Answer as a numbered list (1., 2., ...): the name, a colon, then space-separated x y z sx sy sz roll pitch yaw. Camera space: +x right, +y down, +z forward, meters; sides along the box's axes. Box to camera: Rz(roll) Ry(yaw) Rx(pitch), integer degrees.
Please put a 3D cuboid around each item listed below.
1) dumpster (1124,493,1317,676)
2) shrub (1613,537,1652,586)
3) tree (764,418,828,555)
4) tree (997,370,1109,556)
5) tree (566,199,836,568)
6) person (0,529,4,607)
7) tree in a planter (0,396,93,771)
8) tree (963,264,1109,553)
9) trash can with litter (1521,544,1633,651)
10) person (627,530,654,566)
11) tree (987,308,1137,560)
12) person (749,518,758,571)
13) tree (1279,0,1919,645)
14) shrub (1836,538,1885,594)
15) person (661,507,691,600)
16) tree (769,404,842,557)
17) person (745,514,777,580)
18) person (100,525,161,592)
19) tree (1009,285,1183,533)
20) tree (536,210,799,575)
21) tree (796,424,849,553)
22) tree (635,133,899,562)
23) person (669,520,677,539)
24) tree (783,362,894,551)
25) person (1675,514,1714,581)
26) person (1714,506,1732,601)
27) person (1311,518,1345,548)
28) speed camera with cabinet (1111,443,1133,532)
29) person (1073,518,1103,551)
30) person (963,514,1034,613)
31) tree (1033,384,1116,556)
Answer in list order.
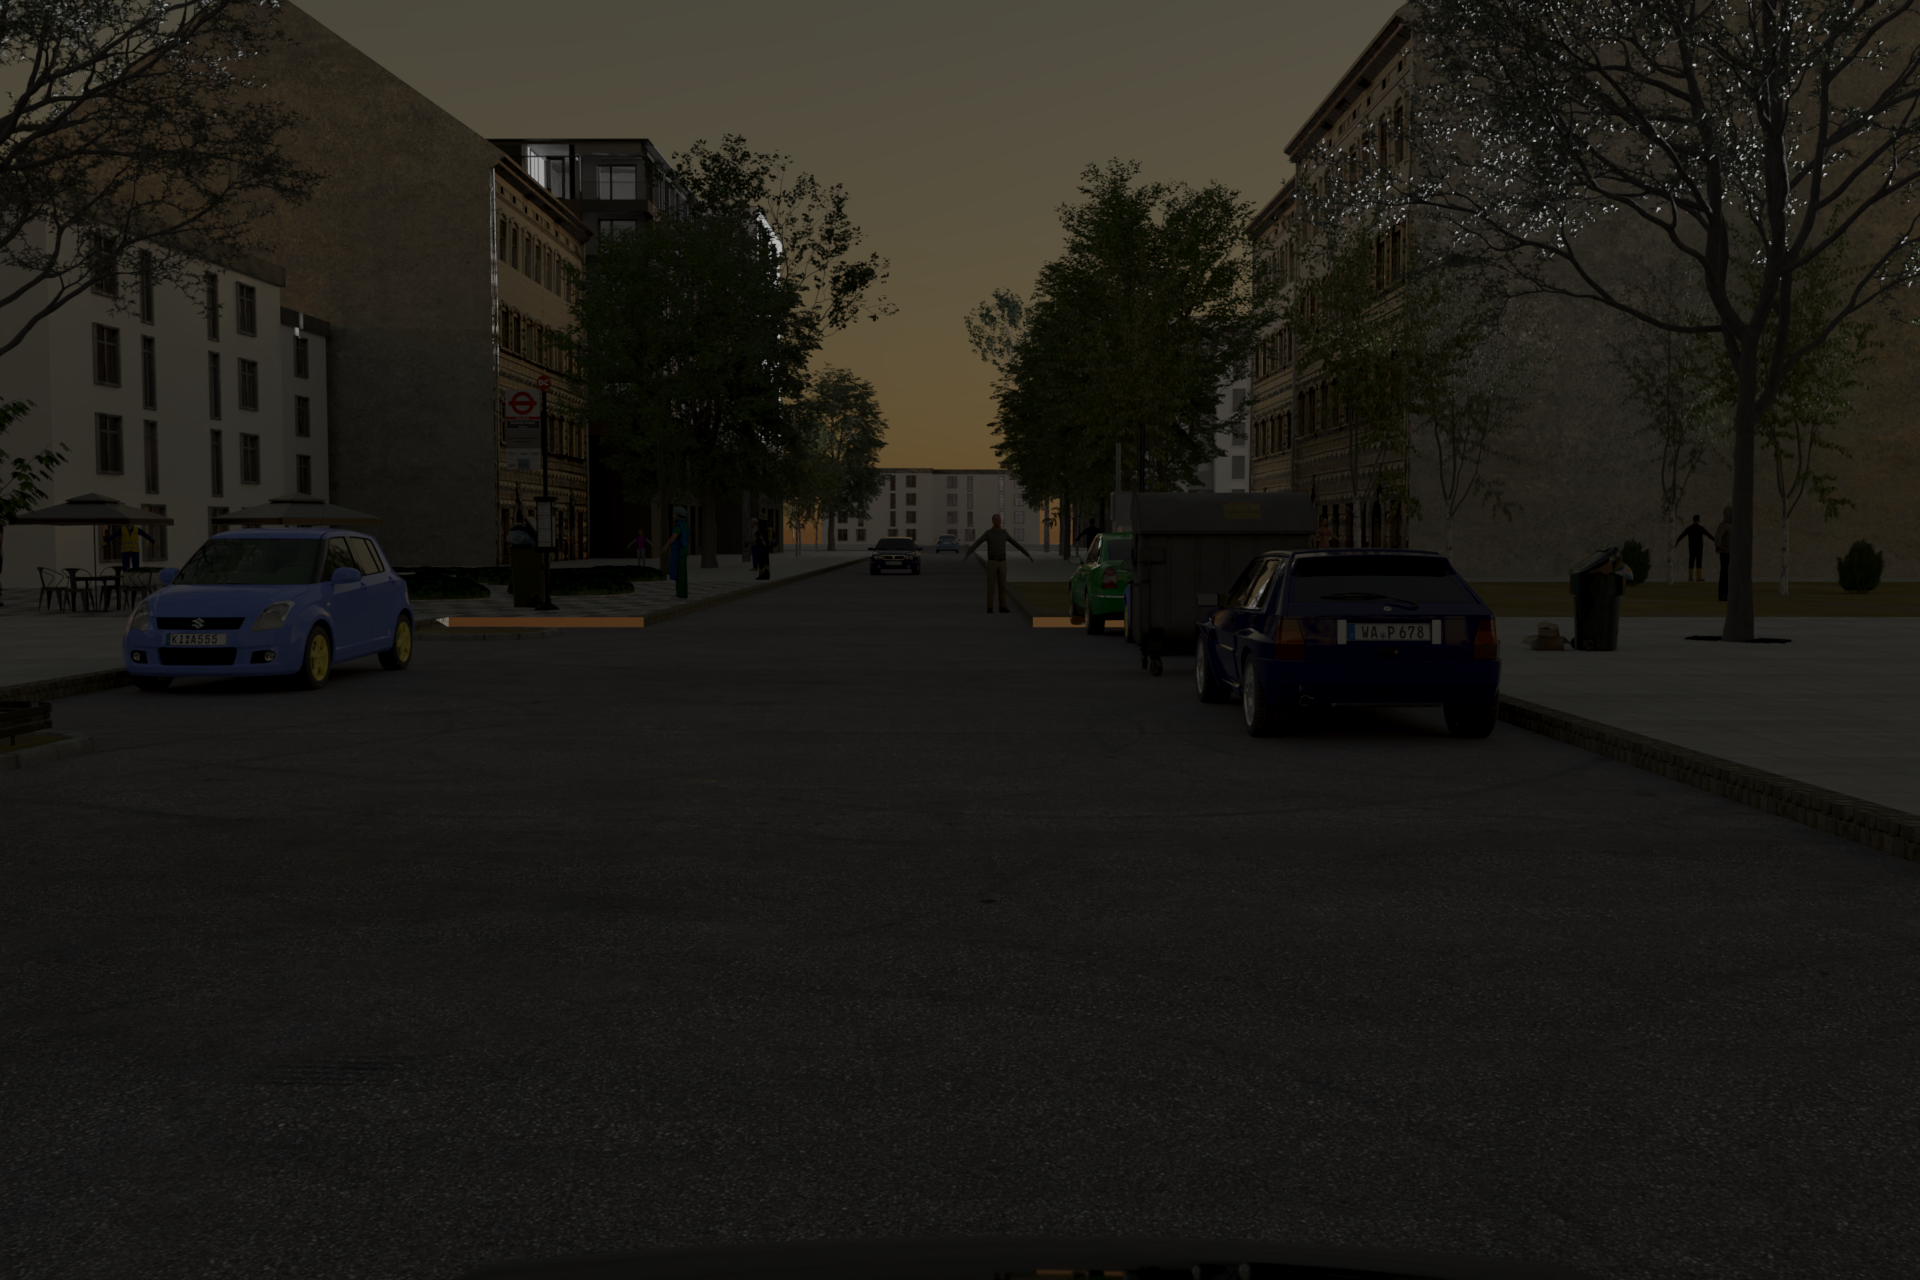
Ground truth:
1. dumpster: 2.672 -0.591 17.885 1.865 1.857 1.264 0 4 0
2. shrub: 16.483 -1.921 42.532 1.383 1.207 1.383 0 3 0
3. tree: -9.763 -9.542 106.376 4.360 8.622 3.978 0 3 0
4. tree: 5.643 -11.273 102.437 7.486 12.596 7.792 0 3 0
5. tree: -9.584 -9.690 65.090 9.857 13.997 8.962 0 3 0
6. person: -17.130 -1.499 30.657 0.704 1.843 1.345 -3 4 -38
7. tree in a planter: -6.731 -0.836 10.889 1.991 3.239 1.994 0 4 0
8. tree: 7.399 -16.105 119.208 12.611 20.169 13.585 0 3 0
9. trash can with litter: 6.784 -0.469 19.050 1.055 1.170 0.624 0 4 0
10. person: -11.288 -3.177 61.208 0.991 1.433 0.599 1 4 11
11. tree: 4.862 -10.204 84.955 7.486 12.596 7.792 0 3 0
12. person: -7.218 -3.349 60.616 0.705 1.847 1.347 0 4 2
13. tree: 9.415 -6.730 20.402 12.009 13.543 11.850 0 3 0
14. shrub: 19.379 -1.600 37.272 1.383 1.207 1.383 0 3 0
15. person: -5.499 -1.696 33.855 0.704 1.817 1.347 1 4 11
16. tree: -9.069 -9.040 98.166 4.737 8.622 4.395 0 3 0
17. person: -5.525 -2.615 48.534 0.705 1.856 1.354 2 4 32
18. person: -18.512 -1.969 38.656 1.216 1.772 0.721 -2 4 -28
19. tree: 5.620 -8.822 69.993 9.928 11.665 9.643 0 3 0
20. tree: -9.187 -7.875 54.508 9.928 11.665 9.643 0 3 0
21. tree: -9.618 -10.183 116.851 4.737 8.622 4.395 0 3 0
22. tree: -9.233 -13.739 80.524 12.611 20.169 13.585 0 3 0
23. person: -10.830 -3.663 66.085 1.347 1.806 0.705 3 5 41
24. tree: -9.662 -13.679 130.305 9.857 13.997 8.962 0 3 0
25. person: 20.041 -2.507 47.130 0.704 1.812 1.346 -3 4 -38
26. person: 14.729 -1.653 33.157 1.348 1.813 0.705 -3 5 -42
27. person: 9.989 -2.480 47.346 1.217 1.733 0.721 -1 4 -22
28. speed camera with cabinet: 3.649 -2.613 37.055 0.660 3.252 2.038 0 4 -1
29. person: 4.623 -3.339 60.530 1.347 1.837 0.705 0 4 8
30. person: 0.677 -1.395 31.536 1.348 1.796 0.705 -1 4 -16
31. tree: 5.265 -7.800 77.885 4.737 8.622 4.395 0 3 0
